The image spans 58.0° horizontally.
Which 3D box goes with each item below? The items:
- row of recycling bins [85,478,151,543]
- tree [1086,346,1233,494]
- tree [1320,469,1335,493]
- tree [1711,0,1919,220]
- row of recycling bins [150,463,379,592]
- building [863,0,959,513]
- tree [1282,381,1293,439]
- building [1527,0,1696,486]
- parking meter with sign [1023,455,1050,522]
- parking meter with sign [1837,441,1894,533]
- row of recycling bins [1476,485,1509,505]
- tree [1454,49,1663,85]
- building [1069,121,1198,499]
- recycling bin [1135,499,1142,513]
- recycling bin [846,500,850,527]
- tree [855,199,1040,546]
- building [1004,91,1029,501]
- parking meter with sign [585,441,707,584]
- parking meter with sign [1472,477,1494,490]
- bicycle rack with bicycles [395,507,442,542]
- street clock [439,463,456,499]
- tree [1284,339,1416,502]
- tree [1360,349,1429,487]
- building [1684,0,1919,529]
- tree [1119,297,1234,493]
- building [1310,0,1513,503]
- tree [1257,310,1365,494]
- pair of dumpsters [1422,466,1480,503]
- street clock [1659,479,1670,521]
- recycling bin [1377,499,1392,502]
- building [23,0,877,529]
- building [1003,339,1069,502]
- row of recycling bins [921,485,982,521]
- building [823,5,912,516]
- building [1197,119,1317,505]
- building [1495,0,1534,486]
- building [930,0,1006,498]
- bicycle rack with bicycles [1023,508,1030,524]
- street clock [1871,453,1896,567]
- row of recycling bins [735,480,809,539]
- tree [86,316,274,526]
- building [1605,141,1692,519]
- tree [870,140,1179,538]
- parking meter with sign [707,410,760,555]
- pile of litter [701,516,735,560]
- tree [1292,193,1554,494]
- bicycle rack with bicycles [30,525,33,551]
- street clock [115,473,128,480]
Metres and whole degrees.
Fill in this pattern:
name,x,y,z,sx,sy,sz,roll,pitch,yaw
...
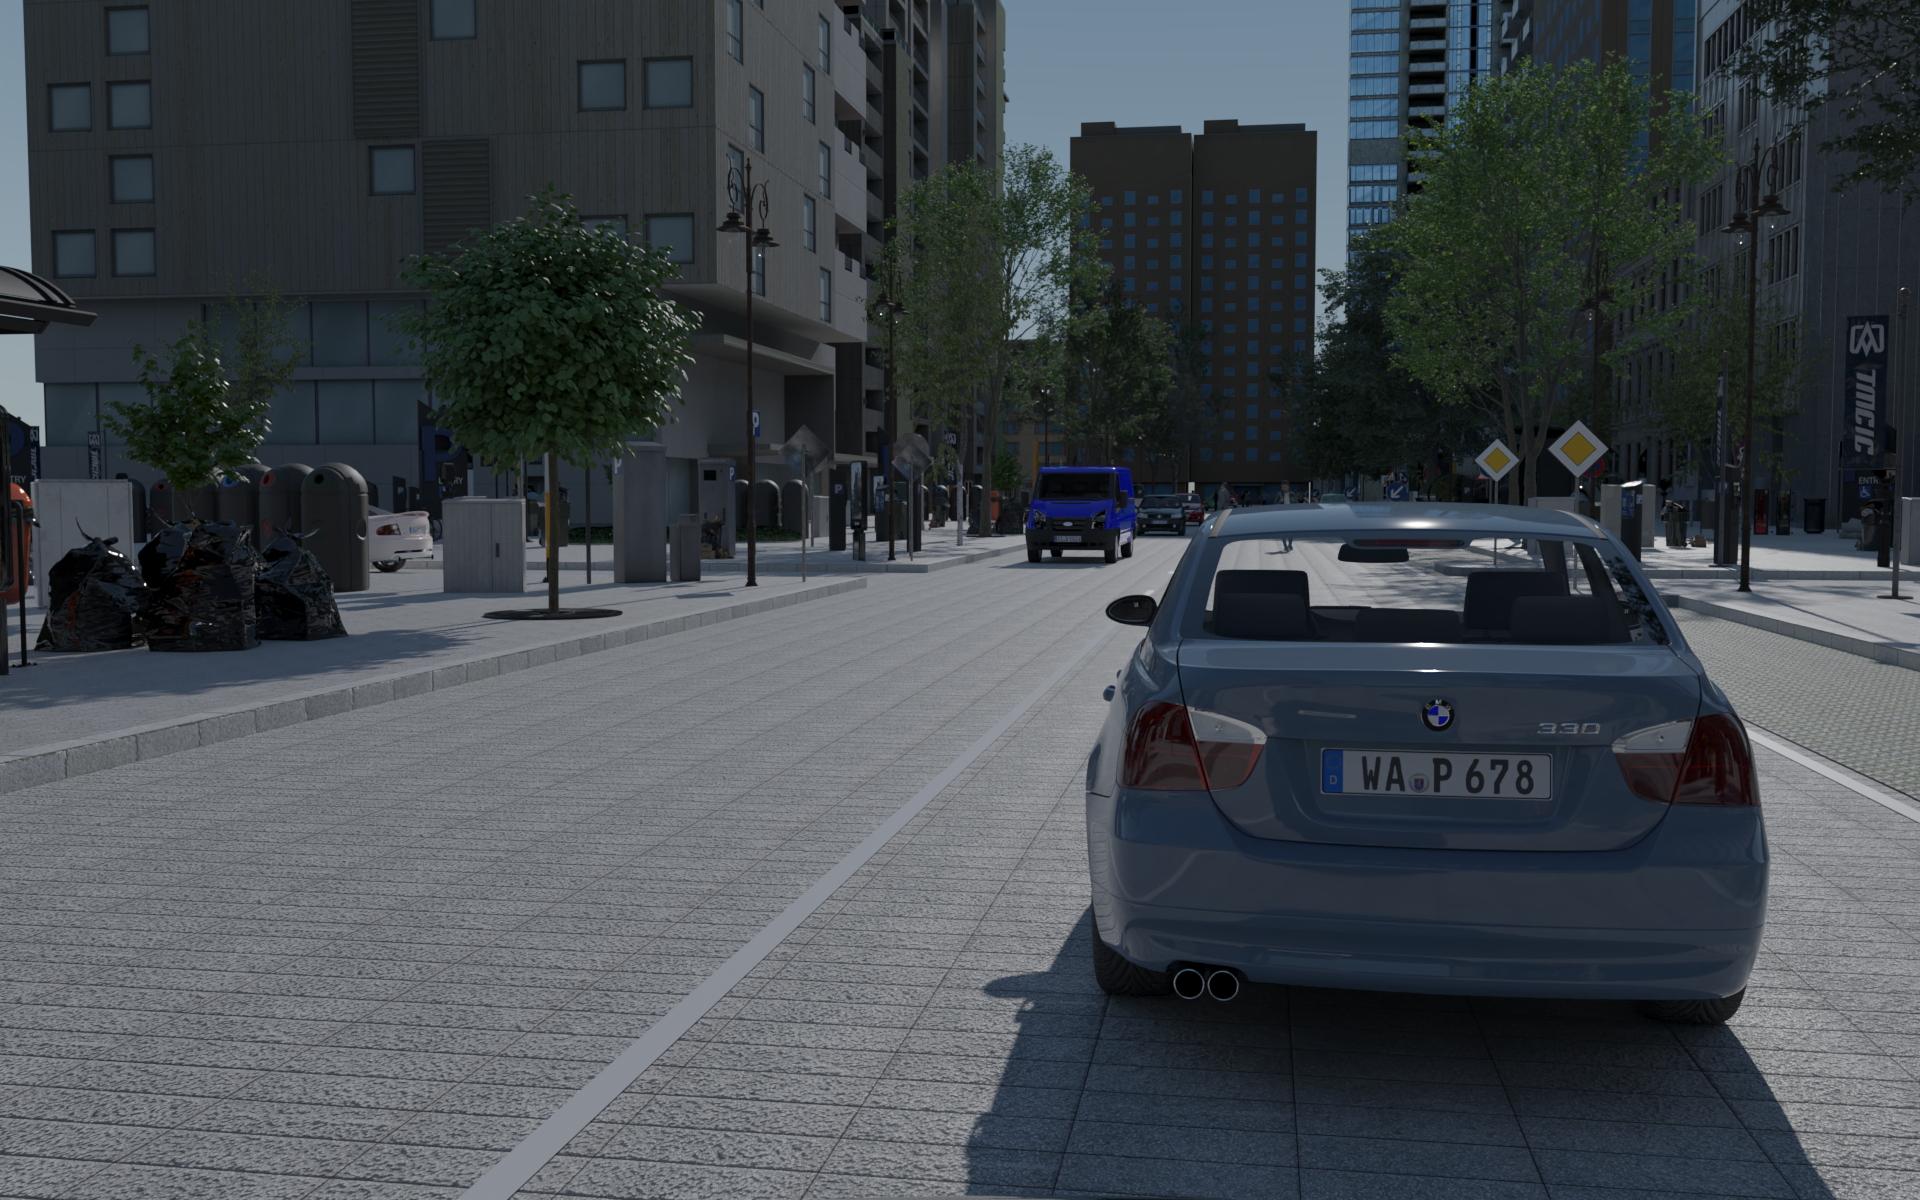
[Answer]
name,x,y,z,sx,sy,sz,roll,pitch,yaw
row of recycling bins,-21.391,-2.351,45.549,3.534,1.692,1.069,-1,4,-17
tree,15.449,-13.912,137.823,12.009,13.543,11.850,0,3,0
tree,35.608,-13.229,166.659,4.360,8.622,3.978,0,3,0
tree,9.171,-4.765,12.326,7.601,10.594,8.767,1,4,20
row of recycling bins,-9.425,-1.012,23.666,3.534,1.692,1.069,2,4,31
building,-10.792,-41.716,120.307,20.563,71.187,20.611,1,4,10
tree,31.732,-14.505,143.818,9.857,13.997,8.962,0,3,0
building,49.354,-29.037,124.870,14.600,45.320,14.200,1,4,10
parking meter with sign,3.195,-5.019,78.322,1.738,3.016,0.543,0,4,8
parking meter with sign,29.629,-3.687,56.538,1.738,3.016,0.543,1,4,23
row of recycling bins,22.519,-4.213,76.000,3.534,1.692,1.069,1,4,17
tree,13.436,-6.993,40.088,9.928,11.665,9.643,0,3,0
building,21.122,-34.303,210.956,14.200,45.320,14.600,1,4,10
recycling bin,10.008,-5.197,97.525,0.722,1.027,0.722,0,4,8
recycling bin,-4.419,-3.436,68.733,0.722,1.027,0.722,0,4,7
tree,-0.240,-5.651,42.756,4.737,8.622,4.395,0,3,0
building,-9.099,-31.017,161.748,28.867,44.769,22.147,1,4,10
parking meter with sign,-4.618,-1.761,25.056,1.738,3.016,0.543,-3,4,-36
parking meter with sign,23.664,-5.076,79.247,1.738,3.016,0.543,-1,4,-15
bicycle rack with bicycles,-15.153,-2.015,46.325,2.852,0.926,2.925,3,5,40
street clock,-11.958,-2.194,40.448,0.358,2.002,0.471,-3,4,-36
tree,28.576,-12.718,124.945,9.611,12.733,9.660,0,3,0
tree,21.996,-8.349,86.872,4.737,8.622,4.395,0,3,0
building,38.640,-15.469,70.936,12.078,24.808,19.932,1,4,10
tree,20.411,-19.187,169.593,12.611,20.169,13.585,0,3,0
building,58.268,-54.721,207.362,31.000,86.520,22.319,1,4,10
tree,37.029,-19.725,178.386,12.611,20.169,13.585,0,3,0
pair of dumpsters,17.367,-3.594,61.258,1.574,2.255,4.437,1,4,10
street clock,33.511,-4.764,82.454,0.471,2.002,0.358,1,4,15
recycling bin,20.690,-4.370,84.000,0.722,1.027,0.722,2,4,33
building,-19.526,-29.682,74.537,28.713,52.752,27.495,1,4,10
building,0.865,-23.090,222.566,28.899,21.520,27.650,1,4,10
row of recycling bins,-0.550,-4.651,83.160,3.534,1.692,1.069,0,4,7
building,-11.098,-20.307,103.726,14.160,30.474,14.107,1,4,10
building,35.525,-34.226,209.699,14.200,45.320,14.600,1,4,10
building,57.973,-32.192,145.953,23.786,49.044,30.456,1,4,10
building,-4.315,-27.822,138.476,14.154,41.232,14.086,1,4,10
bicycle rack with bicycles,3.151,-3.673,73.434,2.852,0.926,2.925,-2,4,-28
street clock,16.262,-1.582,30.437,0.471,2.002,0.358,2,4,34
row of recycling bins,-5.937,-2.631,50.126,3.534,1.692,1.069,2,4,26
tree,-8.306,-1.488,18.936,1.663,3.219,1.824,0,3,0
building,41.737,-15.604,91.276,11.583,22.565,21.152,1,4,10
tree,0.917,-7.661,51.009,9.928,11.665,9.643,0,3,0
parking meter with sign,-5.112,-2.457,36.430,1.738,3.016,0.543,1,4,14
pile of litter,-5.135,-1.256,34.501,1.176,0.858,1.719,-2,4,-24
tree,19.383,-10.067,71.258,9.857,13.997,8.962,0,3,0
bicycle rack with bicycles,-21.046,-1.560,38.888,2.852,0.926,2.925,0,4,-4
street clock,-28.729,-3.354,59.415,0.471,2.002,0.358,3,5,39
